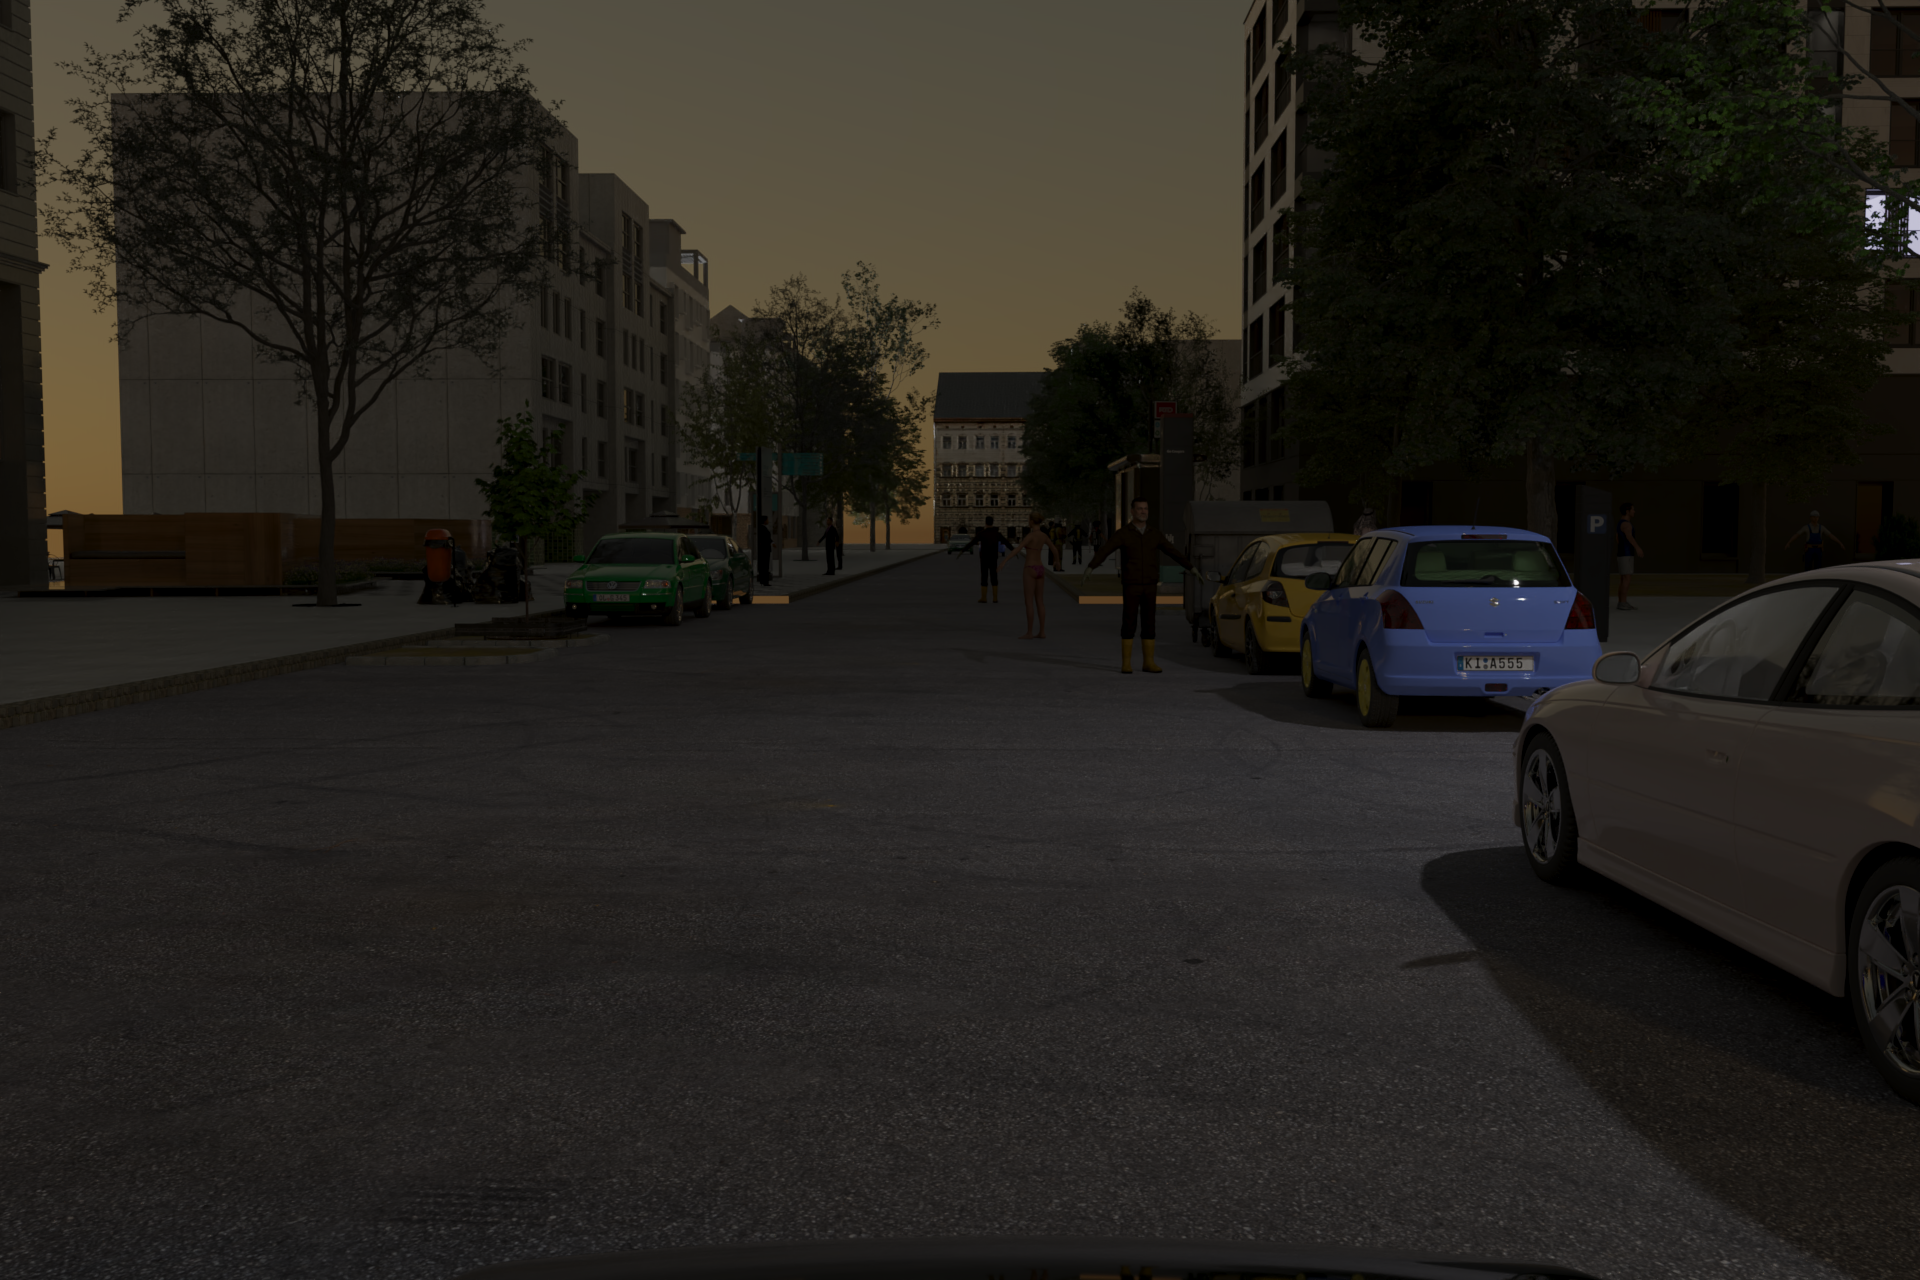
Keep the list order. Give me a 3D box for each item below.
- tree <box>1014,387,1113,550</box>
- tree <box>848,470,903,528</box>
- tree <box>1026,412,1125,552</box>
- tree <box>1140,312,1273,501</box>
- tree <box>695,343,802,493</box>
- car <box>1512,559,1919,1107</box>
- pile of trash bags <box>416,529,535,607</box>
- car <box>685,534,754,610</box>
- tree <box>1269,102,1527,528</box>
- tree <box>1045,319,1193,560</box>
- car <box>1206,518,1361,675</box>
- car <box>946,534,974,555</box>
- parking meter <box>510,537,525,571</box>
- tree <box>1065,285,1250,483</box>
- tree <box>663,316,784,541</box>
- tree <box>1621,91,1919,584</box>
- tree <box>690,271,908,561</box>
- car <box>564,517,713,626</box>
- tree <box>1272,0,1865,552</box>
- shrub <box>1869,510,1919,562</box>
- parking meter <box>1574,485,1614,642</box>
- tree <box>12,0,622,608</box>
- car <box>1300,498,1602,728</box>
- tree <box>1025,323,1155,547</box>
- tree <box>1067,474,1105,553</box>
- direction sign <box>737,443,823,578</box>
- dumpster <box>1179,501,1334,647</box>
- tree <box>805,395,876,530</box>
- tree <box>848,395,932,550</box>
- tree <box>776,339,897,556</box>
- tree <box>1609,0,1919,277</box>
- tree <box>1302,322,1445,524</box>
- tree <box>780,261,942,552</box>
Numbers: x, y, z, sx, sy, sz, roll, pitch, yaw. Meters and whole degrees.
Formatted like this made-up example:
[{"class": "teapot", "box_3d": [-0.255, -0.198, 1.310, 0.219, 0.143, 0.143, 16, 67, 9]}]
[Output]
[{"class": "tree", "box_3d": [8.902, -14.400, 142.099, 9.857, 13.997, 8.962, 0, 3, 0]}, {"class": "tree", "box_3d": [-11.046, -19.018, 229.065, 7.486, 12.596, 7.792, 0, 3, 0]}, {"class": "tree", "box_3d": [8.803, -11.759, 126.666, 8.767, 10.594, 7.601, -2, 4, -26]}, {"class": "tree", "box_3d": [7.674, -6.584, 58.008, 4.360, 8.622, 3.978, 0, 3, 0]}, {"class": "tree", "box_3d": [-7.814, -7.077, 66.072, 4.737, 8.622, 4.395, 0, 3, 0]}, {"class": "car", "box_3d": [3.300, 0.410, 5.660, 2.083, 1.381, 4.827, 0, 4, 0]}, {"class": "pile of trash bags", "box_3d": [-9.065, -1.346, 31.763, 1.912, 1.369, 3.447, 0, 4, 1]}, {"class": "car", "box_3d": [-5.192, -1.364, 34.103, 2.131, 1.459, 4.920, 0, 4, 1]}, {"class": "tree", "box_3d": [11.551, -7.716, 44.284, 7.486, 12.596, 7.792, 0, 3, 0]}, {"class": "tree", "box_3d": [7.753, -9.732, 84.880, 9.928, 11.665, 9.643, 0, 3, 0]}, {"class": "car", "box_3d": [3.782, -0.537, 19.004, 2.015, 1.641, 3.980, 0, 4, 0]}, {"class": "car", "box_3d": [0.053, -6.780, 122.647, 2.131, 1.459, 4.920, 0, 4, 1]}, {"class": "parking meter", "box_3d": [-9.096, -1.663, 35.607, 0.372, 1.533, 0.369, 0, 3, 0]}, {"class": "tree", "box_3d": [7.411, -8.012, 65.405, 7.601, 10.594, 8.767, 1, 4, 10]}, {"class": "tree", "box_3d": [-7.783, -6.637, 58.883, 4.737, 8.622, 4.395, 0, 3, 0]}, {"class": "tree", "box_3d": [20.807, -7.763, 45.050, 7.486, 12.596, 7.792, 0, 3, 0]}, {"class": "tree", "box_3d": [-7.480, -10.489, 81.868, 12.009, 13.543, 11.850, 0, 3, 0]}, {"class": "car", "box_3d": [-5.203, -1.195, 28.336, 1.959, 1.807, 4.718, 0, 4, 1]}, {"class": "tree", "box_3d": [10.005, -7.508, 29.411, 9.857, 13.997, 8.962, 0, 3, 0]}, {"class": "shrub", "box_3d": [29.296, -3.034, 54.021, 1.690, 2.028, 1.600, 0, 3, 0]}, {"class": "parking meter", "box_3d": [7.533, -0.911, 20.600, 0.399, 1.863, 0.255, 0, 4, 1]}, {"class": "tree", "box_3d": [-11.066, -7.334, 30.284, 12.009, 13.543, 11.850, 0, 3, 0]}, {"class": "car", "box_3d": [3.846, -0.275, 14.091, 1.945, 1.707, 3.694, 0, 4, 1]}, {"class": "tree", "box_3d": [8.566, -12.044, 103.569, 9.857, 13.997, 8.962, 0, 3, 0]}, {"class": "tree", "box_3d": [8.810, -10.215, 117.374, 4.737, 8.622, 4.395, 0, 3, 0]}, {"class": "direction sign", "box_3d": [-5.279, -3.834, 51.441, 2.525, 3.948, 1.411, 0, 4, 1]}, {"class": "dumpster", "box_3d": [3.817, -0.867, 22.387, 1.865, 1.857, 1.264, 0, 4, 0]}, {"class": "tree", "box_3d": [-6.796, -8.699, 92.597, 4.737, 8.622, 4.395, 0, 3, 0]}, {"class": "tree", "box_3d": [-6.321, -13.697, 142.070, 7.486, 12.596, 7.792, 0, 3, 0]}, {"class": "tree", "box_3d": [-7.153, -11.177, 100.872, 7.486, 12.596, 7.792, 0, 3, 0]}, {"class": "tree", "box_3d": [9.402, -5.449, 14.843, 9.928, 11.665, 9.643, 0, 3, 0]}, {"class": "tree", "box_3d": [12.226, -6.145, 50.828, 4.737, 8.622, 4.395, 0, 3, 0]}, {"class": "tree", "box_3d": [-7.274, -16.337, 122.992, 12.611, 20.169, 13.585, 0, 3, 0]}]
